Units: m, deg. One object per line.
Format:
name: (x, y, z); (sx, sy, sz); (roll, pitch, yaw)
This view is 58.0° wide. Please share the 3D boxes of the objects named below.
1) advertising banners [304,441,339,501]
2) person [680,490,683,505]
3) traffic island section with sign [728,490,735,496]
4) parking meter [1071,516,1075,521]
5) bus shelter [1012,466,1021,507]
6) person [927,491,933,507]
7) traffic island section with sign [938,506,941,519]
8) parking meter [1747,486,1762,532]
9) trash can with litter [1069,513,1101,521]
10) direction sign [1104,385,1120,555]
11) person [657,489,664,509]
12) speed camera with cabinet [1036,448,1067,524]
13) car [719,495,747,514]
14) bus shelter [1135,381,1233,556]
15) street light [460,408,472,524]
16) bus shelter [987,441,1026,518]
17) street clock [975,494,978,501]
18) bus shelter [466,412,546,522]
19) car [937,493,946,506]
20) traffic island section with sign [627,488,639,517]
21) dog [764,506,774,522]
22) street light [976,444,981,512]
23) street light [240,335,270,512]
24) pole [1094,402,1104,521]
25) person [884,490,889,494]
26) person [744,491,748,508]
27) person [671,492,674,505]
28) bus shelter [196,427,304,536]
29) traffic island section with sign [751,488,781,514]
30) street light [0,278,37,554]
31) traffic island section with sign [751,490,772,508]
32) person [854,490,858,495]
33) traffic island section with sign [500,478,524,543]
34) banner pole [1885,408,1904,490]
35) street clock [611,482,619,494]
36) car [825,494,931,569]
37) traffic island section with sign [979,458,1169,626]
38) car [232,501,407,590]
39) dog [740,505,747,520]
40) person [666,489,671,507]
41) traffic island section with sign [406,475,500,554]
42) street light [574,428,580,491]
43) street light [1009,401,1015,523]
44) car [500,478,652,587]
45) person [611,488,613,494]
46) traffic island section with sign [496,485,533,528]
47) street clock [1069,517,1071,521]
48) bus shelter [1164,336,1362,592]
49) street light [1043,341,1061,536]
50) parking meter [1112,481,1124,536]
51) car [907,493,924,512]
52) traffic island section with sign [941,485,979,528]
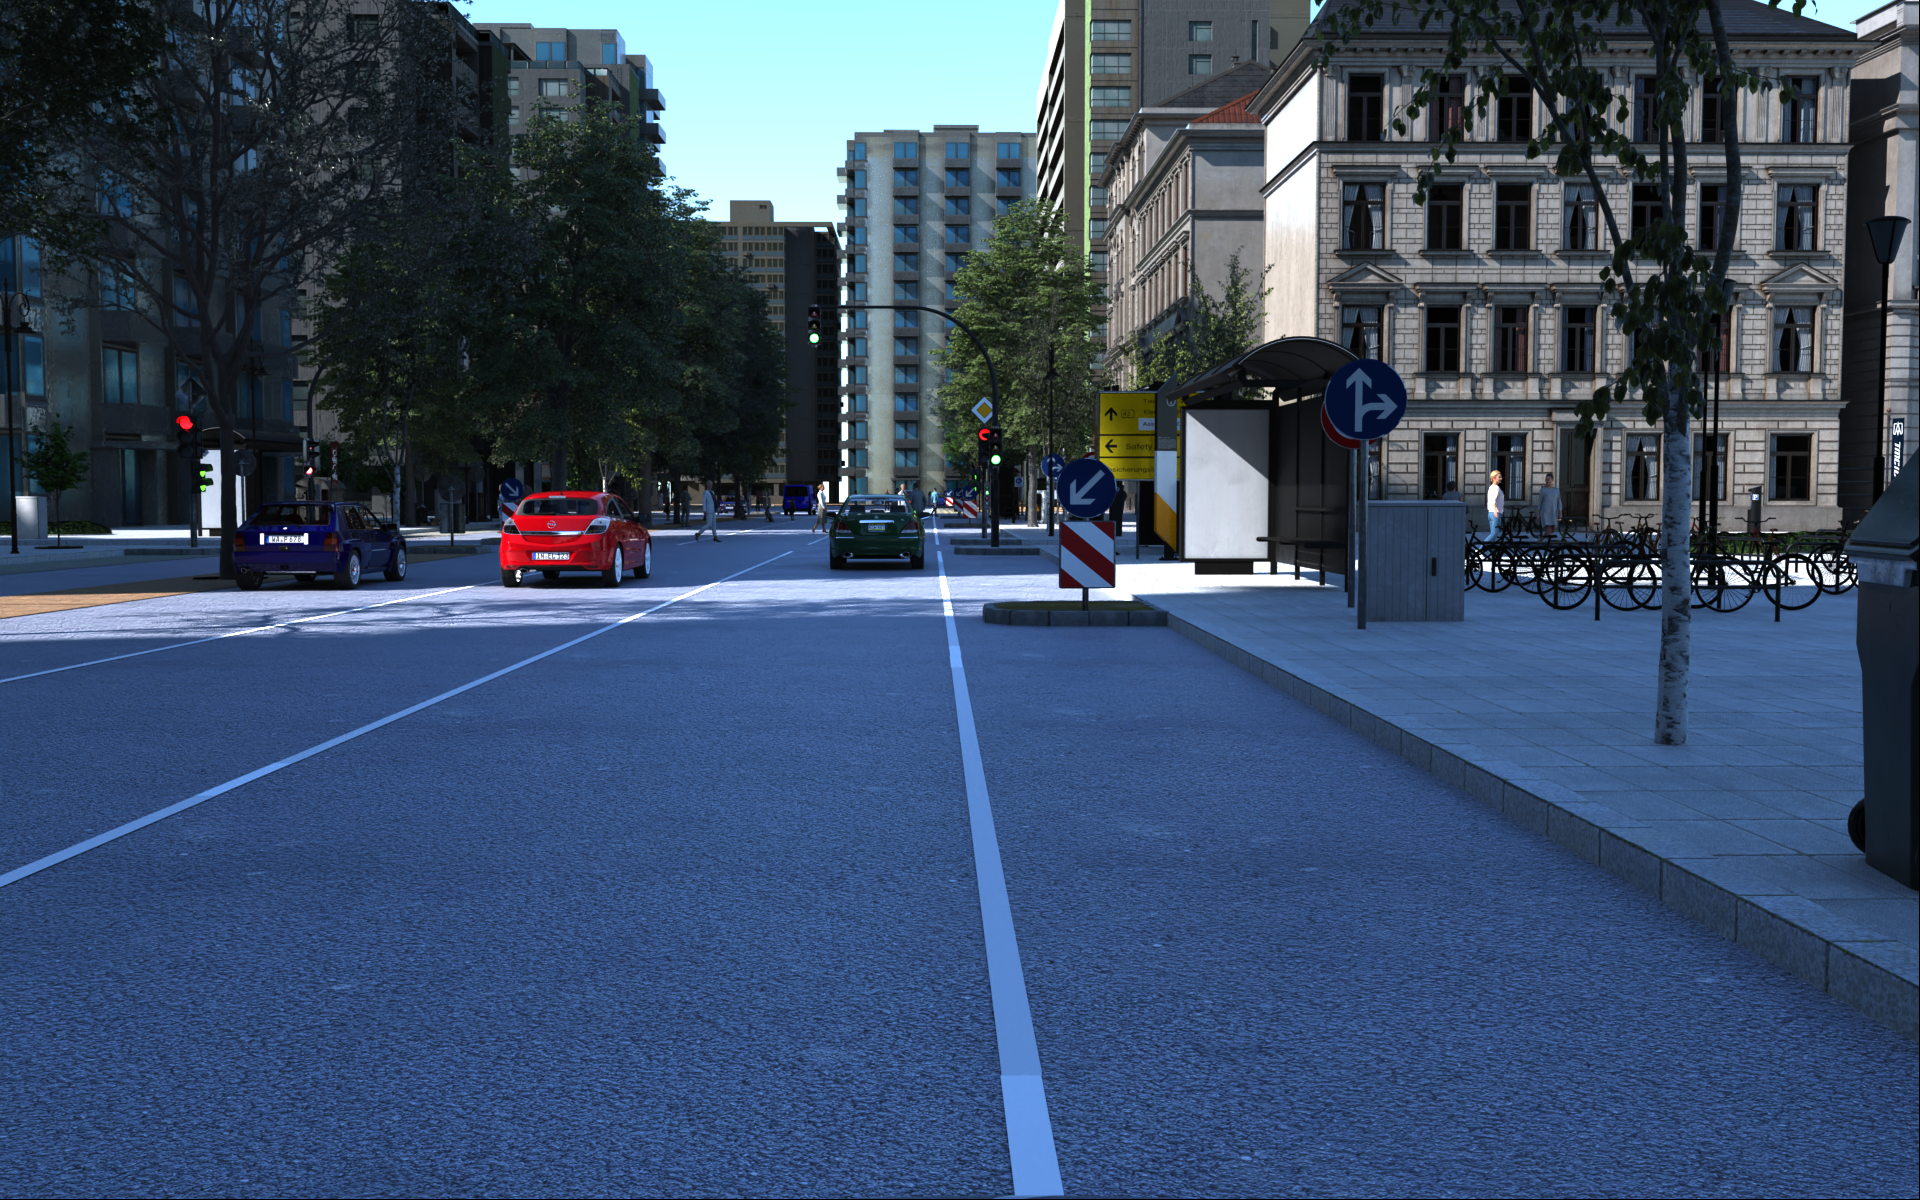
advertising banners: (-20.983, -3.720, 57.014); (0.090, 3.025, 2.074); (1, 4, 12)
person: (-31.791, -11.735, 198.629); (0.721, 1.743, 1.217); (0, 4, 2)
traffic island section with sign: (-20.070, -8.798, 152.469); (1.989, 1.847, 2.006); (0, 4, -1)
parking meter: (3.358, -2.679, 49.513); (0.399, 1.863, 0.255); (-2, 4, -24)
bus shelter: (3.235, -7.891, 122.945); (2.014, 3.302, 5.546); (0, 4, -1)
person: (-3.378, -11.374, 195.134); (0.621, 1.740, 0.551); (1, 4, 10)
traffic island section with sign: (-0.162, -5.689, 101.636); (1.989, 1.847, 2.006); (0, 4, -1)
parking meter: (24.001, -2.686, 52.327); (0.372, 1.533, 0.369); (0, 3, 0)
trash can with litter: (2.832, -1.600, 37.541); (0.624, 1.170, 1.055); (2, 4, 28)
direction sign: (3.168, -2.713, 36.353); (0.379, 3.537, 0.876); (-1, 4, -14)
person: (-25.214, -8.510, 145.852); (0.621, 1.740, 0.551); (1, 4, 18)
speed camera with cabinet: (3.920, -4.951, 75.291); (0.660, 3.252, 2.038); (-3, 4, -39)
car: (-16.777, -7.060, 128.016); (1.945, 1.354, 3.894); (0, 4, 1)
bus shelter: (4.827, -2.921, 39.034); (1.731, 3.624, 6.357); (0, 4, -1)
street light: (-21.111, -6.191, 74.015); (0.468, 5.910, 1.993); (0, 4, -1)
bus shelter: (2.393, -7.112, 93.913); (2.179, 5.291, 8.768); (0, 4, -1)
street clock: (1.081, -7.045, 119.756); (0.358, 2.002, 0.471); (-2, 4, -34)
bus shelter: (-21.900, -6.453, 83.138); (2.179, 5.291, 8.768); (0, 4, -1)
car: (-1.808, -10.595, 182.823); (1.945, 1.707, 3.694); (0, 4, 0)
traffic island section with sign: (-19.194, -5.683, 101.542); (1.989, 1.847, 2.006); (0, 4, -1)
dog: (-9.607, -4.365, 88.198); (0.800, 0.831, 0.513); (-1, 4, -17)
street light: (1.395, -9.230, 123.703); (0.468, 5.910, 1.993); (0, 4, -1)
street light: (-20.654, -4.763, 50.668); (0.468, 5.910, 1.993); (0, 4, -1)
pole: (3.068, -2.716, 38.245); (0.158, 3.312, 0.155); (0, 3, 0)
person: (-6.335, -8.673, 150.439); (1.348, 1.807, 0.705); (0, 4, -7)
person: (-19.015, -8.875, 154.520); (0.541, 1.710, 0.530); (3, 4, 37)
person: (-34.324, -12.083, 206.848); (0.721, 1.735, 1.217); (0, 3, 0)
bus shelter: (-22.351, -3.726, 54.839); (2.014, 3.302, 5.546); (0, 4, -1)
traffic island section with sign: (-13.946, -7.124, 124.608); (2.006, 1.907, 1.989); (0, 4, -1)
street light: (-20.407, -3.941, 37.219); (0.468, 5.910, 1.993); (0, 4, -1)
traffic island section with sign: (-20.536, -10.446, 179.420); (1.989, 1.847, 2.006); (0, 4, -1)
person: (-11.241, -10.892, 186.591); (0.705, 1.823, 1.348); (3, 5, 45)
traffic island section with sign: (-12.632, -2.529, 49.480); (2.006, 1.907, 1.989); (0, 4, -1)
banner pole: (27.140, -3.693, 50.393); (0.401, 3.779, 0.863); (-1, 4, -11)
street clock: (-21.399, -6.296, 107.509); (0.471, 2.002, 0.358); (1, 4, 19)
car: (-1.640, -1.391, 34.545); (2.131, 1.459, 4.920); (0, 4, -2)
traffic island section with sign: (1.264, -0.678, 19.708); (1.989, 1.847, 2.006); (0, 4, -1)
car: (-9.999, -0.901, 27.313); (1.945, 1.354, 3.894); (0, 4, -2)
dog: (-12.119, -4.859, 96.282); (0.513, 0.831, 0.800); (1, 4, 12)
person: (-26.610, -9.235, 157.697); (0.621, 1.740, 0.551); (-3, 4, -38)
traffic island section with sign: (-12.513, -2.076, 42.074); (2.006, 1.907, 1.989); (0, 4, -1)
street light: (-21.402, -7.612, 97.249); (0.468, 5.910, 1.993); (0, 4, -1)
street light: (2.361, -6.315, 76.038); (0.468, 5.910, 1.993); (0, 4, -1)
car: (-6.163, -1.167, 28.126); (2.155, 1.783, 4.494); (0, 4, -1)
person: (-27.075, -7.814, 134.488); (0.721, 1.739, 1.217); (2, 4, 25)
traffic island section with sign: (-18.712, -4.018, 74.326); (1.989, 1.847, 2.006); (0, 4, -1)
street clock: (4.710, -4.218, 73.541); (0.358, 2.002, 0.471); (0, 4, 8)
bus shelter: (4.329, -1.901, 25.004); (2.014, 3.302, 5.546); (0, 4, -1)
street light: (2.771, -4.880, 52.570); (0.468, 5.910, 1.993); (0, 4, -1)
parking meter: (4.750, -2.863, 52.527); (0.399, 1.863, 0.255); (0, 4, -2)
car: (-2.992, -5.429, 97.802); (2.155, 1.783, 4.494); (0, 4, -2)
traffic island section with sign: (0.306, -4.040, 74.685); (1.989, 1.847, 2.006); (0, 4, -1)
